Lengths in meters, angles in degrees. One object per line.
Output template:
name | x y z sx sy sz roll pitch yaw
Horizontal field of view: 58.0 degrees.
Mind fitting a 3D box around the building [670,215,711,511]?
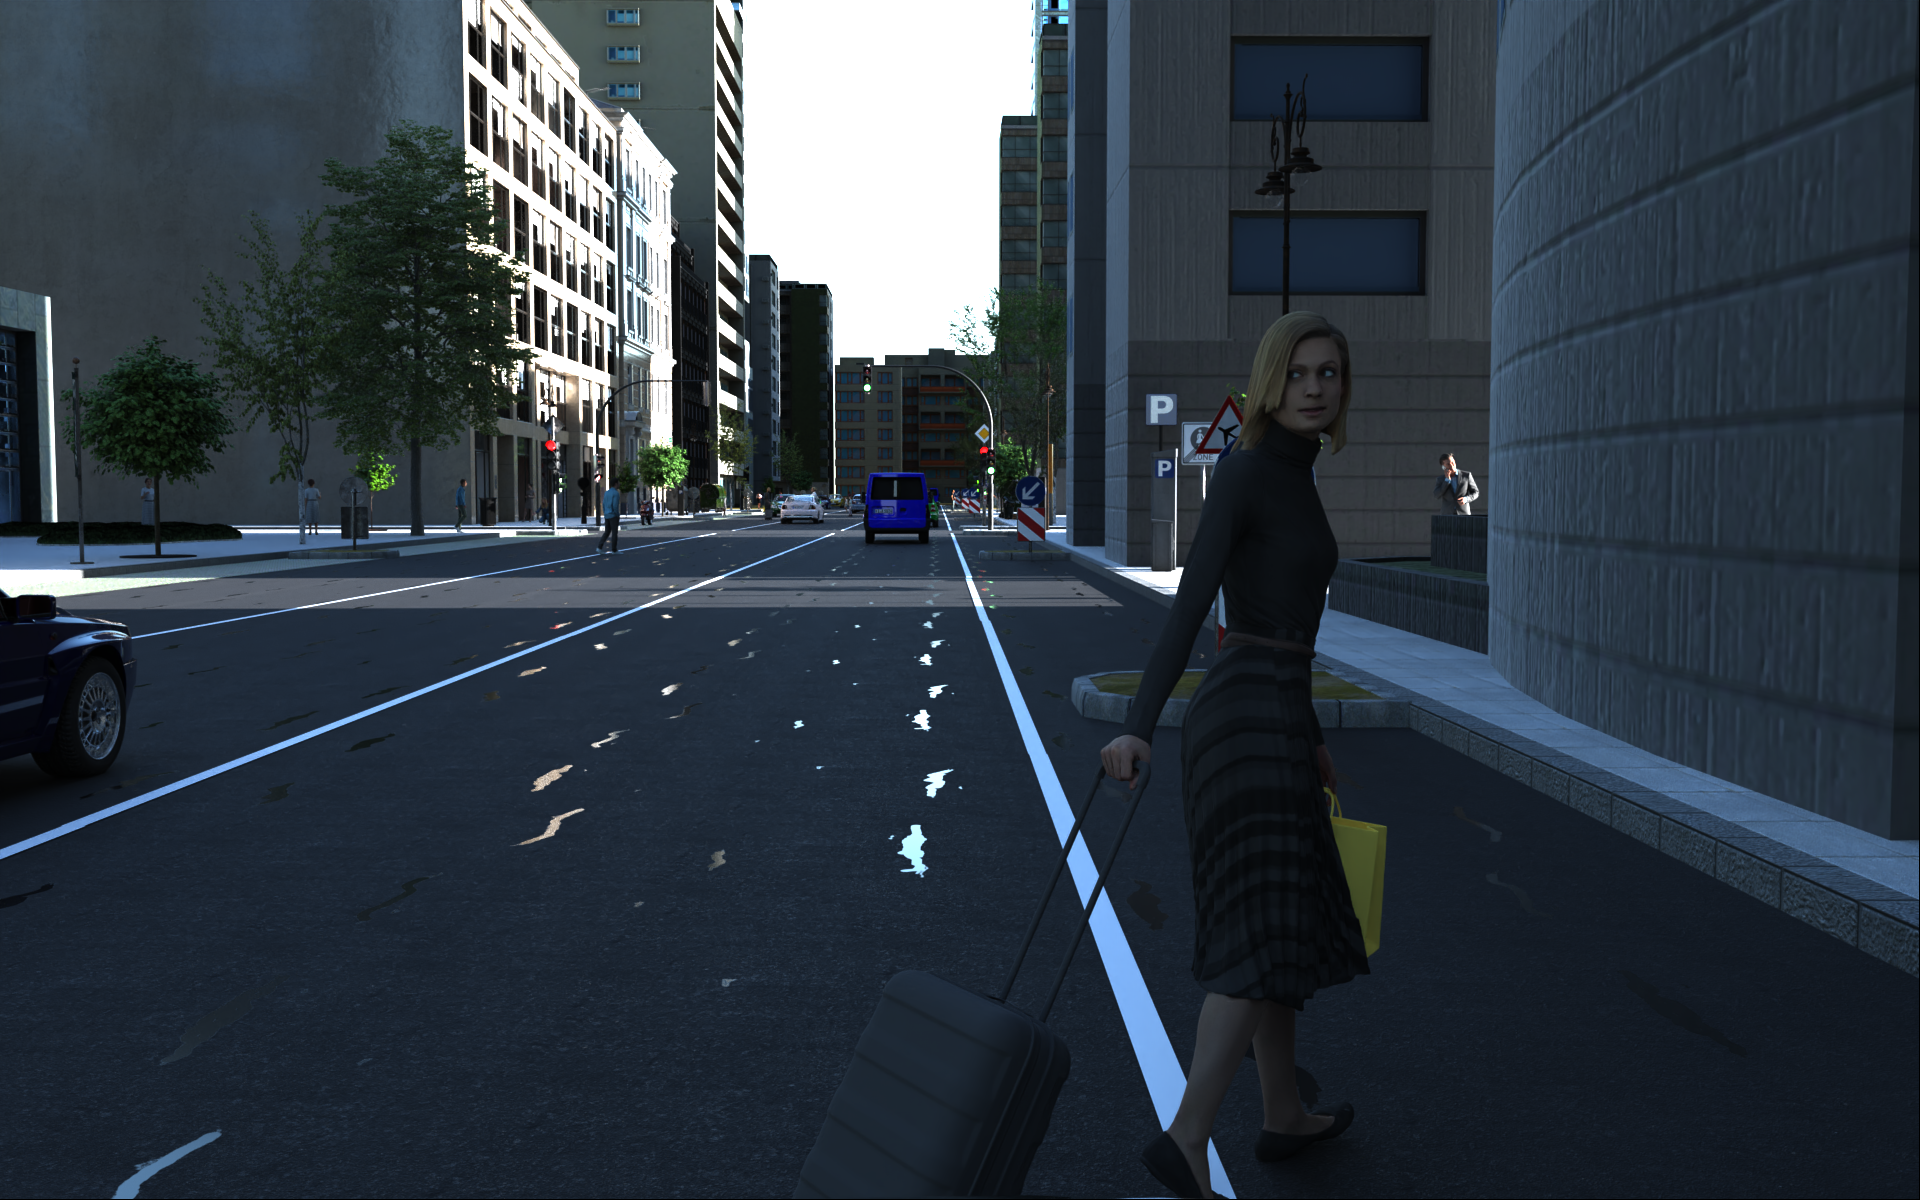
building | -26.590 -18.615 134.028 12.332 23.373 15.834 0 4 -1

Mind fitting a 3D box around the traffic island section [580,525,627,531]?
traffic island section | -14.450 -2.865 69.124 2.009 0.180 2.903 0 4 -1

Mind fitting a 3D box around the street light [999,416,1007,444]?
street light | 2.563 -7.929 102.424 0.468 5.910 1.993 0 4 -1

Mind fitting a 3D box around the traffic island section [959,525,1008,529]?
traffic island section | 0.990 -2.877 69.327 2.009 0.180 2.903 0 4 -1

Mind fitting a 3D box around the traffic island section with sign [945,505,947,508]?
traffic island section with sign | -0.390 -9.980 171.805 1.989 1.847 2.006 0 4 -1

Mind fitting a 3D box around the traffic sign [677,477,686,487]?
traffic sign | -17.143 -6.393 106.654 0.606 2.300 0.079 0 4 1

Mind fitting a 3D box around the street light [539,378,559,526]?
street light | -16.437 -5.904 69.313 0.468 5.910 1.993 0 4 -1

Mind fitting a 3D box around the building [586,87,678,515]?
building | -26.917 -20.163 115.570 13.634 28.700 20.117 0 4 -1

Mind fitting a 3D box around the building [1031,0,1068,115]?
building | 15.894 -52.507 171.160 22.319 86.520 31.000 0 4 -1

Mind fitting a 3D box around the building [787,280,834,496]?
building | -24.562 -28.480 237.342 14.107 30.474 14.160 0 4 -1

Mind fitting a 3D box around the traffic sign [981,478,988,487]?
traffic sign | 2.073 -8.471 138.600 0.768 2.556 0.104 0 4 6

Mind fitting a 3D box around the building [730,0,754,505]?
building | -32.511 -53.011 179.396 22.319 86.520 31.000 0 4 -1

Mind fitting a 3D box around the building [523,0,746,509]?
building | -31.051 -32.447 154.209 21.300 48.544 21.600 0 4 -1

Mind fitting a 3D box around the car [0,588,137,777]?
car | -5.213 0.303 7.623 1.945 1.354 3.894 0 4 -1

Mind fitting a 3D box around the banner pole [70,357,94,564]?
banner pole | -16.051 -2.537 31.497 0.401 3.779 0.863 -1 4 -20

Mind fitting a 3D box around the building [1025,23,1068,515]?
building | 11.799 -20.725 110.549 14.160 30.474 14.107 0 4 -1

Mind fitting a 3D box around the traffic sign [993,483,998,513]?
traffic sign | 2.512 -7.156 117.108 0.768 2.556 0.104 0 4 0

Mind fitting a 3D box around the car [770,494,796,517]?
car | -11.171 -6.060 110.883 2.131 1.459 4.920 0 4 -2

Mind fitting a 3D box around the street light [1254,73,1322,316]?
street light | 3.689 -2.866 19.646 0.468 5.910 1.993 0 4 -1

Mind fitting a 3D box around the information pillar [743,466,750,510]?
information pillar | -17.377 -9.150 140.954 0.504 3.616 0.183 -2 4 -24

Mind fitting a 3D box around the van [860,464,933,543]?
van | -1.898 -2.912 51.991 2.240 2.365 5.245 0 4 -2

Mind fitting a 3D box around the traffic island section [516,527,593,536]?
traffic island section | -14.342 -2.377 61.140 2.009 0.180 2.903 0 4 -1

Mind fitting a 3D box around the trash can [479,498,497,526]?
trash can | -18.726 -3.491 68.725 0.748 1.137 0.748 0 3 0

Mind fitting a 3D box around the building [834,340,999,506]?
building | -2.495 -24.479 245.270 28.899 21.520 27.650 0 4 -1

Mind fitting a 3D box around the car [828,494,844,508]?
car | -12.938 -10.327 179.071 2.015 1.641 3.980 0 4 1

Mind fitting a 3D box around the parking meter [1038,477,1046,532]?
parking meter | 2.814 -3.278 59.299 0.255 1.863 0.399 0 4 6

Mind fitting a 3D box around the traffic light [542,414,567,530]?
traffic light | -14.302 -4.409 61.006 0.839 4.253 0.868 0 4 -1

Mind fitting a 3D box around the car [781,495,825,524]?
car | -7.732 -4.445 85.041 2.083 1.381 4.827 0 3 0

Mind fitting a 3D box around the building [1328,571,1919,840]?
building | 13.906 -28.426 6.766 21.231 58.520 28.212 0 4 -1

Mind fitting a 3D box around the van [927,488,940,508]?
van | -3.148 -10.640 178.354 2.240 2.365 5.245 0 4 -2

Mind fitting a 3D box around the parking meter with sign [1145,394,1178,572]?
parking meter with sign | 3.431 -2.025 29.370 0.543 3.016 1.738 0 4 5

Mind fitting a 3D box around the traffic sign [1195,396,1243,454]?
traffic sign | 3.550 -1.403 22.945 0.884 2.594 0.081 0 4 1

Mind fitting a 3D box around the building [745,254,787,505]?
building | -29.037 -26.763 209.281 14.107 30.474 14.160 0 4 -1

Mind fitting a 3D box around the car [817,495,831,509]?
car | -13.262 -9.331 165.147 1.945 1.354 3.894 0 3 0

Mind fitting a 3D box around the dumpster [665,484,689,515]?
dumpster | -17.024 -6.013 104.063 1.264 1.857 1.865 0 4 -1

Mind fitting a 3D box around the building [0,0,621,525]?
building | -30.144 -17.343 88.079 19.350 26.468 34.151 0 4 -1

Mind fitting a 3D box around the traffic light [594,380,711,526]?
traffic light | -12.319 -5.773 69.054 4.771 5.953 1.251 0 4 -1

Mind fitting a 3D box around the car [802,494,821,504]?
car | -12.395 -7.953 141.828 2.131 1.459 4.920 0 3 0

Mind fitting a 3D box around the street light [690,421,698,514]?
street light | -16.959 -8.417 110.402 0.468 5.910 1.993 0 4 -1

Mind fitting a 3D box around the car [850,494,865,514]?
car | -7.147 -7.094 127.987 2.014 1.417 4.499 0 4 1

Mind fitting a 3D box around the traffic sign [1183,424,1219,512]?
traffic sign | 3.454 -1.378 24.661 0.606 2.300 0.079 0 4 6

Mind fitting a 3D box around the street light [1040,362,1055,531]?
street light | 3.073 -5.381 60.773 0.468 5.910 1.993 0 4 -1

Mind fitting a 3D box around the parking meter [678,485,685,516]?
parking meter | -16.399 -5.882 101.877 0.399 1.863 0.255 0 4 -5

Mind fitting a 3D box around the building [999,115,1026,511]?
building | 9.976 -22.250 135.495 14.160 30.474 14.107 0 4 -1

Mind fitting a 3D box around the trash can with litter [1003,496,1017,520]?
trash can with litter | 2.665 -4.632 87.121 1.055 1.170 0.624 3 5 43

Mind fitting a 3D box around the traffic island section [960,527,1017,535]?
traffic island section | 1.098 -2.389 61.343 2.009 0.180 2.903 0 4 -1

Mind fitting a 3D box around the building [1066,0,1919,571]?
building | 13.245 -30.636 42.905 21.231 58.520 28.212 0 4 -1

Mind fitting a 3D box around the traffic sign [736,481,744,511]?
traffic sign | -17.010 -8.071 134.098 0.606 2.300 0.079 0 3 0

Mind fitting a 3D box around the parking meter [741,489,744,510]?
parking meter | -17.599 -8.199 139.765 0.255 1.863 0.399 -2 4 -26

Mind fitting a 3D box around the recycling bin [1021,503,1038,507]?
recycling bin | 2.951 -3.664 72.463 0.722 1.027 0.722 0 4 7

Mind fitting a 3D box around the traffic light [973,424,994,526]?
traffic light | 0.950 -4.911 69.213 0.839 4.253 0.868 0 4 -1

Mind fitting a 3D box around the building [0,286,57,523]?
building | -45.088 -44.674 43.090 31.000 86.520 22.319 0 4 -1

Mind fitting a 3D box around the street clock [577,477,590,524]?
street clock | -16.196 -4.280 74.554 0.471 2.002 0.358 -2 4 -30

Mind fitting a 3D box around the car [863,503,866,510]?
car | -3.684 -4.502 83.400 2.009 1.686 4.222 0 4 0

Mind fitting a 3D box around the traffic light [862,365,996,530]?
traffic light | -1.033 -5.284 61.059 4.771 5.953 1.251 0 4 -1

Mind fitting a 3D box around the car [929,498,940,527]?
car | -1.839 -4.119 76.137 1.959 1.807 4.718 0 4 -1
